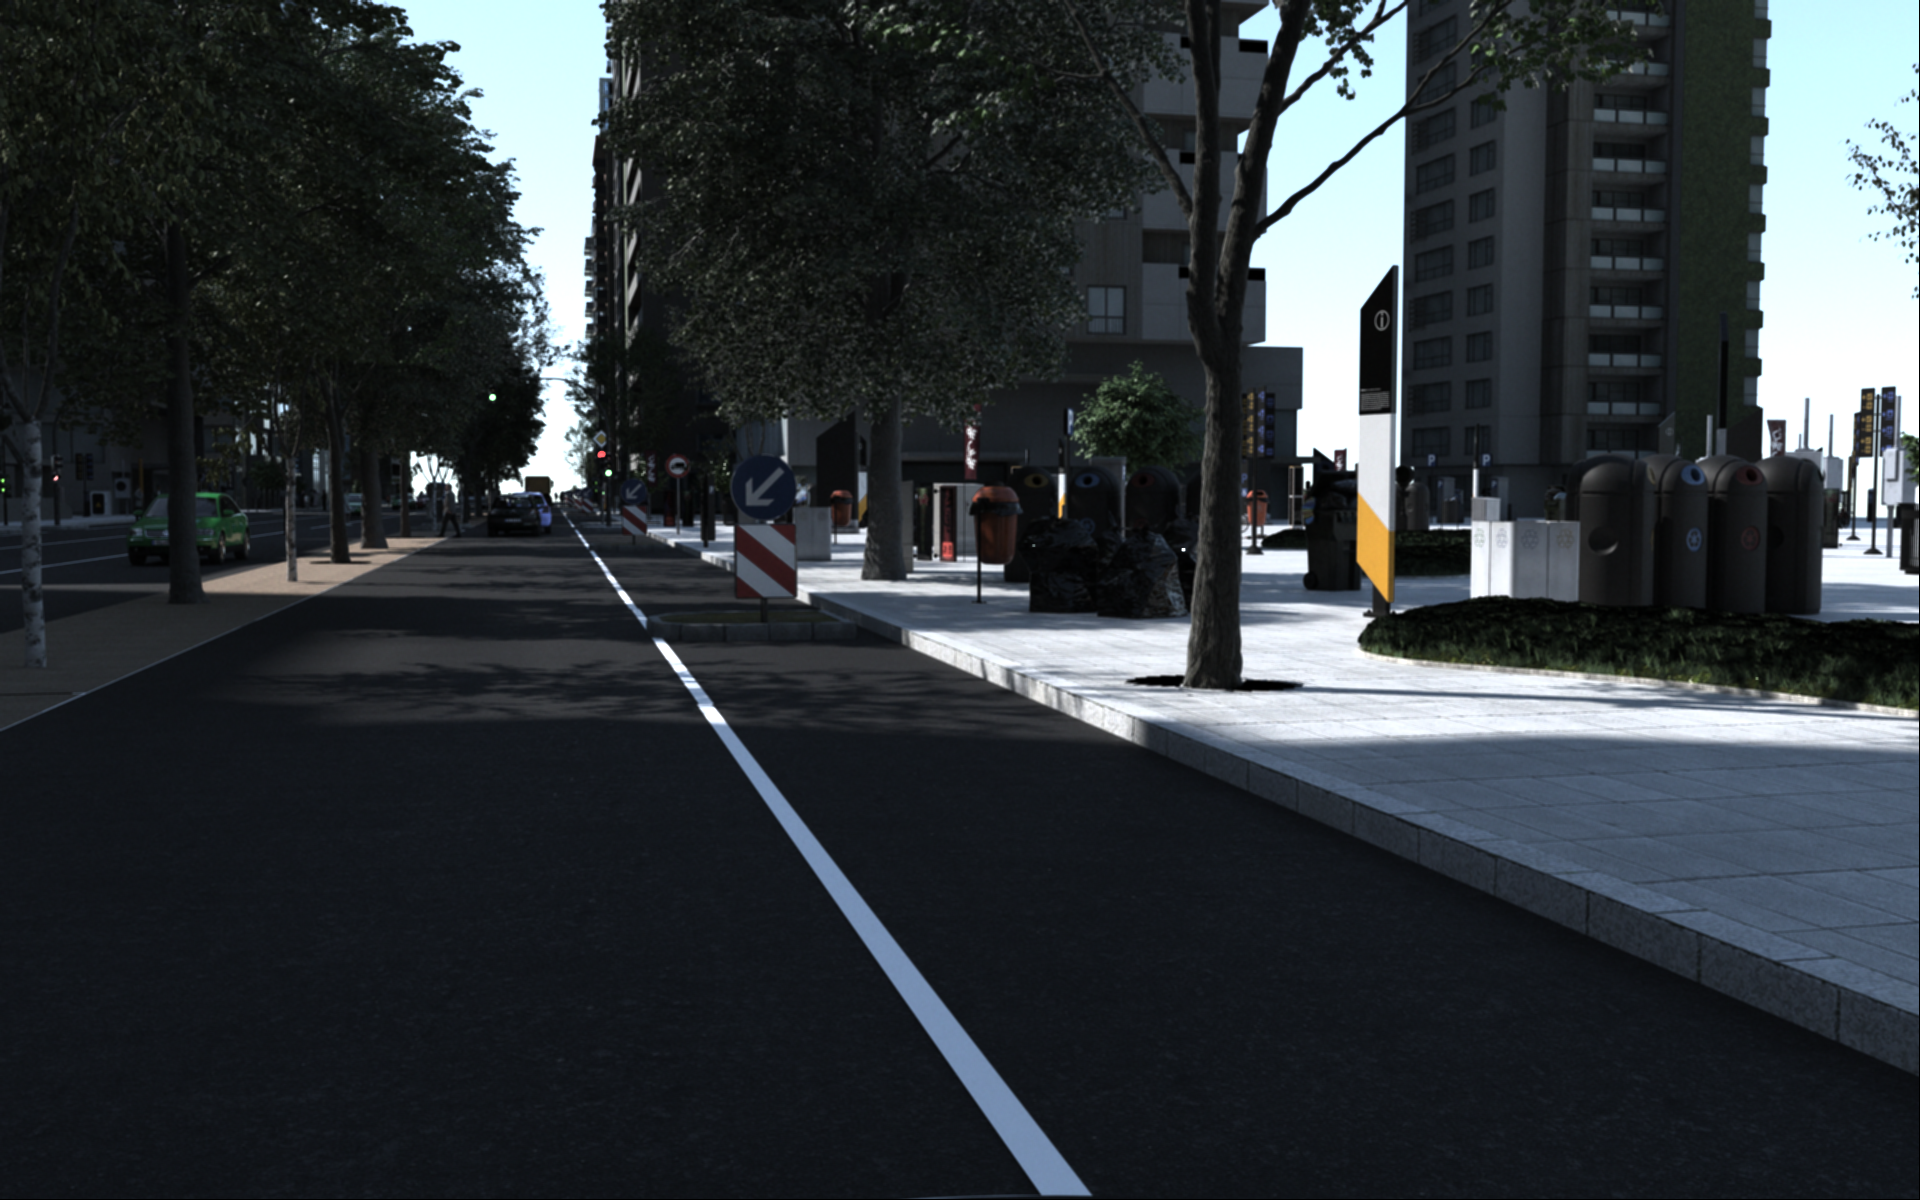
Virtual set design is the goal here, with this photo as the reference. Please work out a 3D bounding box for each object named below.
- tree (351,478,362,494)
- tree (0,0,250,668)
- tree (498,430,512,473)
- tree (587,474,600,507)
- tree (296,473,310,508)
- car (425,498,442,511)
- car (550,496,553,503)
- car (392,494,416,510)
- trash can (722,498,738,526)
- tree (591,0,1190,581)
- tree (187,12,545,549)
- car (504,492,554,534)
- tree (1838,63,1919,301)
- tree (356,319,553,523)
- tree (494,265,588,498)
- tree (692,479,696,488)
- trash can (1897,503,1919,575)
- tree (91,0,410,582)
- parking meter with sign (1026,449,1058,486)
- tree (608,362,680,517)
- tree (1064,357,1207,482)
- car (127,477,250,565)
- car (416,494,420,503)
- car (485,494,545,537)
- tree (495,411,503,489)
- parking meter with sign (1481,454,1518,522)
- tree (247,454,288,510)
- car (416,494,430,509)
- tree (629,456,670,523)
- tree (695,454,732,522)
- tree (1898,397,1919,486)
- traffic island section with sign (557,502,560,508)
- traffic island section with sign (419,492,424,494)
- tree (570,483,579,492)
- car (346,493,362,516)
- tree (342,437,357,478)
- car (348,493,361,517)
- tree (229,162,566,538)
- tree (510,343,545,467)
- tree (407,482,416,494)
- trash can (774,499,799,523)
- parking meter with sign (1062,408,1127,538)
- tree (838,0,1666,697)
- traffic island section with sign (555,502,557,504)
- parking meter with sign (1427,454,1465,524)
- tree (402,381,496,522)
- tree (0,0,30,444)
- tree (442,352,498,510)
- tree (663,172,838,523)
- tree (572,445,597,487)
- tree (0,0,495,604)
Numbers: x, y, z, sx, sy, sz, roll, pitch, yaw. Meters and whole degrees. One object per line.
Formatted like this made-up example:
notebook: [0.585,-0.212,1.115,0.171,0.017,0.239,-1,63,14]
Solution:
tree: [-71.679,-12.955,206.413,1.663,3.219,1.824,0,3,0]
tree: [-7.709,-3.756,14.224,4.737,8.622,4.395,0,3,0]
tree: [-31.538,-10.008,116.453,4.737,8.622,4.395,0,3,0]
tree: [-35.499,-10.657,168.836,1.663,3.219,1.824,0,3,0]
tree: [-59.799,-9.891,156.323,1.663,3.219,1.824,0,3,0]
car: [-38.844,-7.312,129.341,2.009,1.686,4.222,-1,4,-12]
car: [-68.288,-16.739,286.262,1.945,1.354,3.894,-1,4,-12]
car: [-50.082,-9.006,156.040,1.959,1.807,4.718,-1,4,-12]
trash can: [-9.240,-3.558,69.820,0.748,1.137,0.748,0,3,0]
tree: [-1.202,-7.280,25.680,9.857,13.997,8.962,0,3,0]
tree: [-15.331,-8.304,44.880,9.857,13.997,8.962,0,3,0]
car: [-15.922,-3.311,63.722,1.945,1.707,3.694,-1,4,-14]
tree: [12.917,-4.271,20.201,4.360,8.622,3.978,0,3,0]
tree: [-23.886,-8.951,83.213,8.767,10.594,7.601,-1,4,-13]
tree: [-36.724,-17.313,141.407,12.611,20.169,13.585,0,3,0]
tree: [-13.292,-5.908,91.191,1.663,3.219,1.824,0,3,0]
trash can: [15.401,-0.983,27.721,0.748,1.137,0.748,0,3,0]
tree: [-10.983,-4.610,28.198,4.737,8.622,4.395,0,3,0]
parking meter with sign: [3.447,-4.331,67.079,1.738,3.016,0.543,0,3,0]
tree: [-17.488,-8.960,96.866,4.737,8.622,4.395,0,3,0]
tree: [4.188,-3.540,41.594,4.285,4.588,4.351,0,3,0]
car: [-16.235,-1.697,36.549,1.959,1.807,4.718,-1,4,-13]
car: [-71.826,-13.593,231.828,1.945,1.707,3.694,-1,4,-15]
car: [-15.321,-3.047,59.599,2.009,1.686,4.222,-1,4,-13]
tree: [-25.674,-8.334,89.087,4.360,8.622,3.978,0,3,0]
parking meter with sign: [23.455,-4.828,75.206,1.738,3.016,0.543,-2,4,-30]
tree: [-56.622,-9.673,141.863,4.285,4.588,4.351,0,3,0]
car: [-50.443,-9.494,164.263,2.155,1.783,4.494,-1,4,-12]
tree: [-13.641,-5.020,76.682,1.663,3.219,1.824,0,3,0]
tree: [-11.111,-5.268,80.738,1.663,3.219,1.824,0,3,0]
tree: [16.881,-2.134,29.488,1.663,3.219,1.824,0,3,0]
traffic island section with sign: [-39.076,-10.070,173.273,1.989,1.847,2.006,-1,4,-13]
traffic island section with sign: [-85.412,-16.288,274.933,1.989,1.847,2.006,-1,4,-13]
tree: [-66.975,-18.708,300.478,1.663,3.219,1.824,0,3,0]
car: [-35.501,-5.660,101.332,1.959,1.807,4.718,-1,4,-15]
tree: [-74.826,-17.372,218.451,7.601,10.594,8.767,1,4,11]
car: [-39.336,-6.276,111.415,1.959,1.807,4.718,-1,4,-14]
tree: [-18.051,-8.751,55.906,12.009,13.543,11.850,0,3,0]
tree: [-29.042,-11.257,104.634,7.486,12.596,7.792,0,3,0]
tree: [-89.616,-17.607,282.468,1.663,3.219,1.824,0,3,0]
trash can: [-4.705,-2.134,46.547,0.748,1.137,0.748,0,3,0]
parking meter with sign: [2.994,-2.369,34.988,1.738,3.016,0.543,1,4,16]
tree: [1.726,-5.216,11.042,9.928,11.665,9.643,0,3,0]
traffic island section with sign: [-45.307,-11.674,199.501,1.989,1.847,2.006,-1,4,-13]
parking meter with sign: [21.247,-4.854,75.631,1.738,3.016,0.543,-2,4,-26]
tree: [-22.609,-7.517,75.716,4.360,8.622,3.978,0,3,0]
tree: [-7.029,-3.474,9.616,4.360,8.622,3.978,0,3,0]
tree: [-19.821,-6.859,64.968,4.737,8.622,4.395,0,3,0]
tree: [-4.692,-5.433,39.195,4.360,8.622,3.978,0,3,0]
tree: [-52.219,-17.887,242.820,4.737,8.622,4.395,0,3,0]
tree: [-9.892,-6.192,21.829,7.486,12.596,7.792,0,3,0]
